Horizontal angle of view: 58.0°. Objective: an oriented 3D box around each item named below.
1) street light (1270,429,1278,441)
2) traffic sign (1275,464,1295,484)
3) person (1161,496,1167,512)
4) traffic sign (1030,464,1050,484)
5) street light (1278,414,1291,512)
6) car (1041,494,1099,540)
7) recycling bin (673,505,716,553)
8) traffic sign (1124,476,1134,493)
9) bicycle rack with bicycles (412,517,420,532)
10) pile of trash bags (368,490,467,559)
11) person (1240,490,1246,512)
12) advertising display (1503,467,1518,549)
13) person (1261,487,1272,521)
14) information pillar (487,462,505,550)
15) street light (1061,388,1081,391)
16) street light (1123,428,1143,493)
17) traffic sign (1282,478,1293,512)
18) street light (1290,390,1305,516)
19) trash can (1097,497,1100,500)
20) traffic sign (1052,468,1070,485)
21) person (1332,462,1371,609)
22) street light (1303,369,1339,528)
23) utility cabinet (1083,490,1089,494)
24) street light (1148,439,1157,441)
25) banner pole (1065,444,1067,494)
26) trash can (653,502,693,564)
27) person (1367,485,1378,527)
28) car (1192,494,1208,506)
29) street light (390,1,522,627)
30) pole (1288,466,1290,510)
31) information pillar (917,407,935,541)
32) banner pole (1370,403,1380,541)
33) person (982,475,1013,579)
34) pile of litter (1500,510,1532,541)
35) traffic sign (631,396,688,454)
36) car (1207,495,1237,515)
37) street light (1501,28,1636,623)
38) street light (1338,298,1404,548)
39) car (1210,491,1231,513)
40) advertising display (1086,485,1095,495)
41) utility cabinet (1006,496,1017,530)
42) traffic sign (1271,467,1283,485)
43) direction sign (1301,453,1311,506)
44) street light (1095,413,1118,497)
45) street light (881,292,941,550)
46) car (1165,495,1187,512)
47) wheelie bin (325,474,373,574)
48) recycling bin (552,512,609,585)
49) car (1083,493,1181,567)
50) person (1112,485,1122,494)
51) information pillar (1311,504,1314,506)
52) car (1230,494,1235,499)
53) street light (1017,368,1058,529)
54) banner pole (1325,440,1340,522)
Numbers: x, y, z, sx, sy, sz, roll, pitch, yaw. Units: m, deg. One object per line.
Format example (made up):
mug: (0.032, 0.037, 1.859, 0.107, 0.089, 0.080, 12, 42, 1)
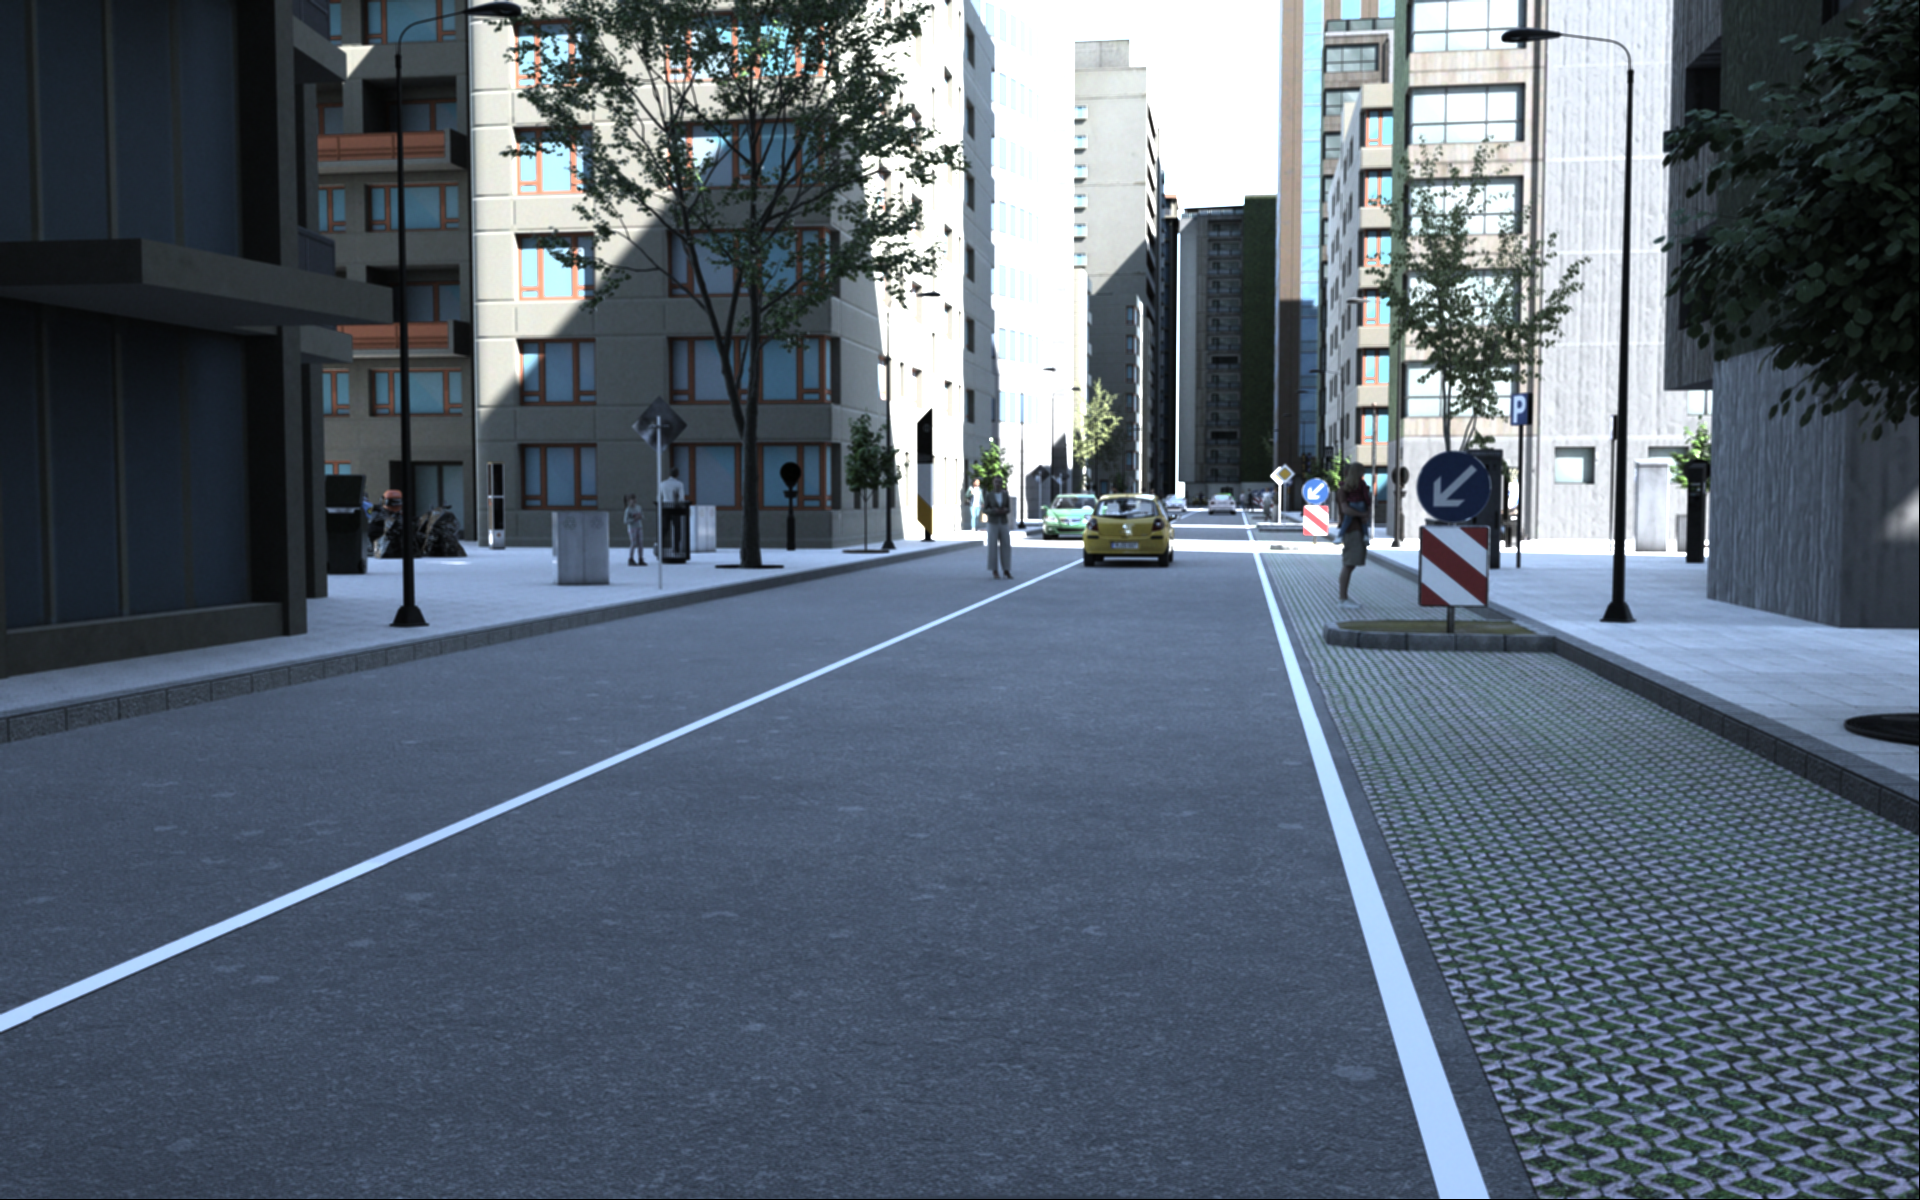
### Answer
street light: (23.220, -9.297, 124.539, 1.470, 5.913, 1.316, 1, 4, 9)
traffic sign: (12.374, -3.896, 65.888, 0.795, 2.593, 0.064, 1, 4, 9)
person: (16.326, -7.703, 138.689, 0.306, 1.304, 0.590, -3, 5, -45)
traffic sign: (3.100, -3.987, 67.386, 0.795, 2.593, 0.064, 1, 4, 9)
street light: (19.470, -7.855, 100.964, 1.470, 5.913, 1.316, 1, 4, 9)
car: (3.677, -2.646, 55.053, 2.131, 1.459, 4.920, 0, 4, 8)
recycling bin: (-5.874, -1.570, 38.227, 0.722, 1.027, 0.722, 2, 4, 29)
traffic sign: (12.155, -7.614, 124.601, 0.768, 2.556, 0.104, 1, 4, 10)
bicycle rack with bicycles: (-13.145, -1.609, 39.683, 2.925, 0.926, 2.852, 1, 4, 16)
pile of trash bags: (-11.552, -1.610, 36.082, 1.912, 1.369, 3.447, -2, 4, -29)
person: (23.207, -8.128, 142.056, 0.598, 1.740, 0.731, -2, 4, -32)
advertising display: (13.090, -2.191, 41.044, 0.123, 1.923, 0.974, 3, 4, 36)
person: (16.163, -5.028, 90.941, 0.641, 1.798, 0.478, -1, 4, -22)
information pillar: (-10.739, -2.179, 40.126, 0.304, 2.012, 0.304, -2, 4, -32)
street light: (4.562, -6.314, 75.772, 1.470, 5.913, 1.316, 1, 4, 9)
street light: (12.102, -9.171, 122.494, 1.470, 5.913, 1.316, 1, 4, 9)
traffic sign: (23.206, -7.505, 122.808, 0.768, 2.556, 0.104, 1, 4, 16)
street light: (15.720, -6.429, 77.650, 1.470, 5.913, 1.316, 1, 4, 9)
trash can: (7.503, -5.129, 95.508, 0.748, 1.137, 0.748, 0, 3, 0)
traffic sign: (4.361, -4.470, 75.271, 0.795, 2.593, 0.064, 1, 4, 9)
person: (4.906, -0.806, 21.659, 0.573, 1.828, 0.580, -1, 4, -20)
street light: (13.693, -5.627, 64.544, 1.470, 5.913, 1.316, 1, 4, 9)
utility cabinet: (11.015, -8.614, 149.515, 0.318, 1.500, 1.173, 3, 5, 43)
street light: (15.992, -10.647, 146.624, 1.470, 5.913, 1.316, 1, 4, 9)
banner pole: (5.241, -5.853, 85.720, 0.401, 3.779, 0.863, 0, 4, 5)
trash can: (-5.307, -1.249, 32.073, 0.748, 1.137, 0.748, 0, 3, 0)
person: (16.241, -3.665, 68.779, 0.721, 1.781, 0.623, 1, 4, 10)
car: (29.668, -12.471, 214.122, 2.015, 1.641, 3.980, 0, 4, 7)
street light: (-4.825, -2.694, 16.585, 1.470, 5.913, 1.316, 1, 4, 9)
pole: (23.836, -8.043, 125.347, 0.158, 3.312, 0.155, 0, 3, 0)
information pillar: (-0.942, -3.403, 46.997, 0.504, 3.616, 0.183, 2, 4, 30)
banner pole: (11.298, -3.502, 47.267, 0.401, 3.779, 0.863, 0, 4, 8)
person: (0.650, -1.238, 29.299, 0.519, 1.759, 0.362, -1, 4, -16)
pile of litter: (14.807, -2.051, 47.500, 1.719, 0.858, 1.176, 1, 4, 18)
traffic sign: (-4.061, -1.445, 23.362, 0.795, 2.593, 0.064, 1, 4, 11)
car: (18.333, -6.654, 121.152, 2.083, 1.381, 4.827, 0, 4, 7)
street light: (6.095, -2.741, 17.362, 1.470, 5.913, 1.316, 1, 4, 9)
street light: (9.852, -4.194, 41.119, 1.470, 5.913, 1.316, 1, 4, 9)
car: (19.300, -7.178, 127.590, 2.015, 1.641, 3.980, 0, 4, 7)
advertising display: (9.505, -7.337, 125.177, 0.974, 1.923, 0.123, 3, 5, 43)
utility cabinet: (1.825, -3.084, 61.589, 0.306, 1.237, 1.020, 1, 4, 9)
traffic sign: (13.635, -4.378, 73.773, 0.795, 2.593, 0.064, 1, 4, 9)
direction sign: (19.135, -6.346, 95.760, 0.379, 3.537, 0.876, -1, 4, -23)
street light: (8.354, -7.751, 99.272, 1.470, 5.913, 1.316, 1, 4, 9)
street light: (-1.125, -4.123, 39.960, 1.470, 5.913, 1.316, 1, 4, 9)
car: (17.652, -7.957, 142.462, 2.083, 1.381, 4.827, 1, 4, 10)
wheelie bin: (-9.917, -1.222, 27.888, 0.980, 1.594, 0.693, 0, 4, -7)
recycling bin: (-5.415, -0.744, 24.718, 0.722, 1.027, 0.722, -1, 4, -19)
car: (3.504, -1.551, 35.590, 2.015, 1.641, 3.980, 1, 4, 9)
person: (5.828, -3.390, 64.273, 0.623, 1.781, 0.721, 2, 4, 33)
information pillar: (24.912, -7.187, 122.003, 0.304, 2.012, 0.304, -3, 5, -43)
car: (24.019, -9.111, 157.752, 1.959, 1.807, 4.718, 1, 4, 9)
street light: (2.825, -5.586, 63.870, 1.470, 5.913, 1.316, 1, 4, 9)
banner pole: (17.284, -5.532, 80.460, 0.863, 3.779, 0.401, -2, 4, -24)
